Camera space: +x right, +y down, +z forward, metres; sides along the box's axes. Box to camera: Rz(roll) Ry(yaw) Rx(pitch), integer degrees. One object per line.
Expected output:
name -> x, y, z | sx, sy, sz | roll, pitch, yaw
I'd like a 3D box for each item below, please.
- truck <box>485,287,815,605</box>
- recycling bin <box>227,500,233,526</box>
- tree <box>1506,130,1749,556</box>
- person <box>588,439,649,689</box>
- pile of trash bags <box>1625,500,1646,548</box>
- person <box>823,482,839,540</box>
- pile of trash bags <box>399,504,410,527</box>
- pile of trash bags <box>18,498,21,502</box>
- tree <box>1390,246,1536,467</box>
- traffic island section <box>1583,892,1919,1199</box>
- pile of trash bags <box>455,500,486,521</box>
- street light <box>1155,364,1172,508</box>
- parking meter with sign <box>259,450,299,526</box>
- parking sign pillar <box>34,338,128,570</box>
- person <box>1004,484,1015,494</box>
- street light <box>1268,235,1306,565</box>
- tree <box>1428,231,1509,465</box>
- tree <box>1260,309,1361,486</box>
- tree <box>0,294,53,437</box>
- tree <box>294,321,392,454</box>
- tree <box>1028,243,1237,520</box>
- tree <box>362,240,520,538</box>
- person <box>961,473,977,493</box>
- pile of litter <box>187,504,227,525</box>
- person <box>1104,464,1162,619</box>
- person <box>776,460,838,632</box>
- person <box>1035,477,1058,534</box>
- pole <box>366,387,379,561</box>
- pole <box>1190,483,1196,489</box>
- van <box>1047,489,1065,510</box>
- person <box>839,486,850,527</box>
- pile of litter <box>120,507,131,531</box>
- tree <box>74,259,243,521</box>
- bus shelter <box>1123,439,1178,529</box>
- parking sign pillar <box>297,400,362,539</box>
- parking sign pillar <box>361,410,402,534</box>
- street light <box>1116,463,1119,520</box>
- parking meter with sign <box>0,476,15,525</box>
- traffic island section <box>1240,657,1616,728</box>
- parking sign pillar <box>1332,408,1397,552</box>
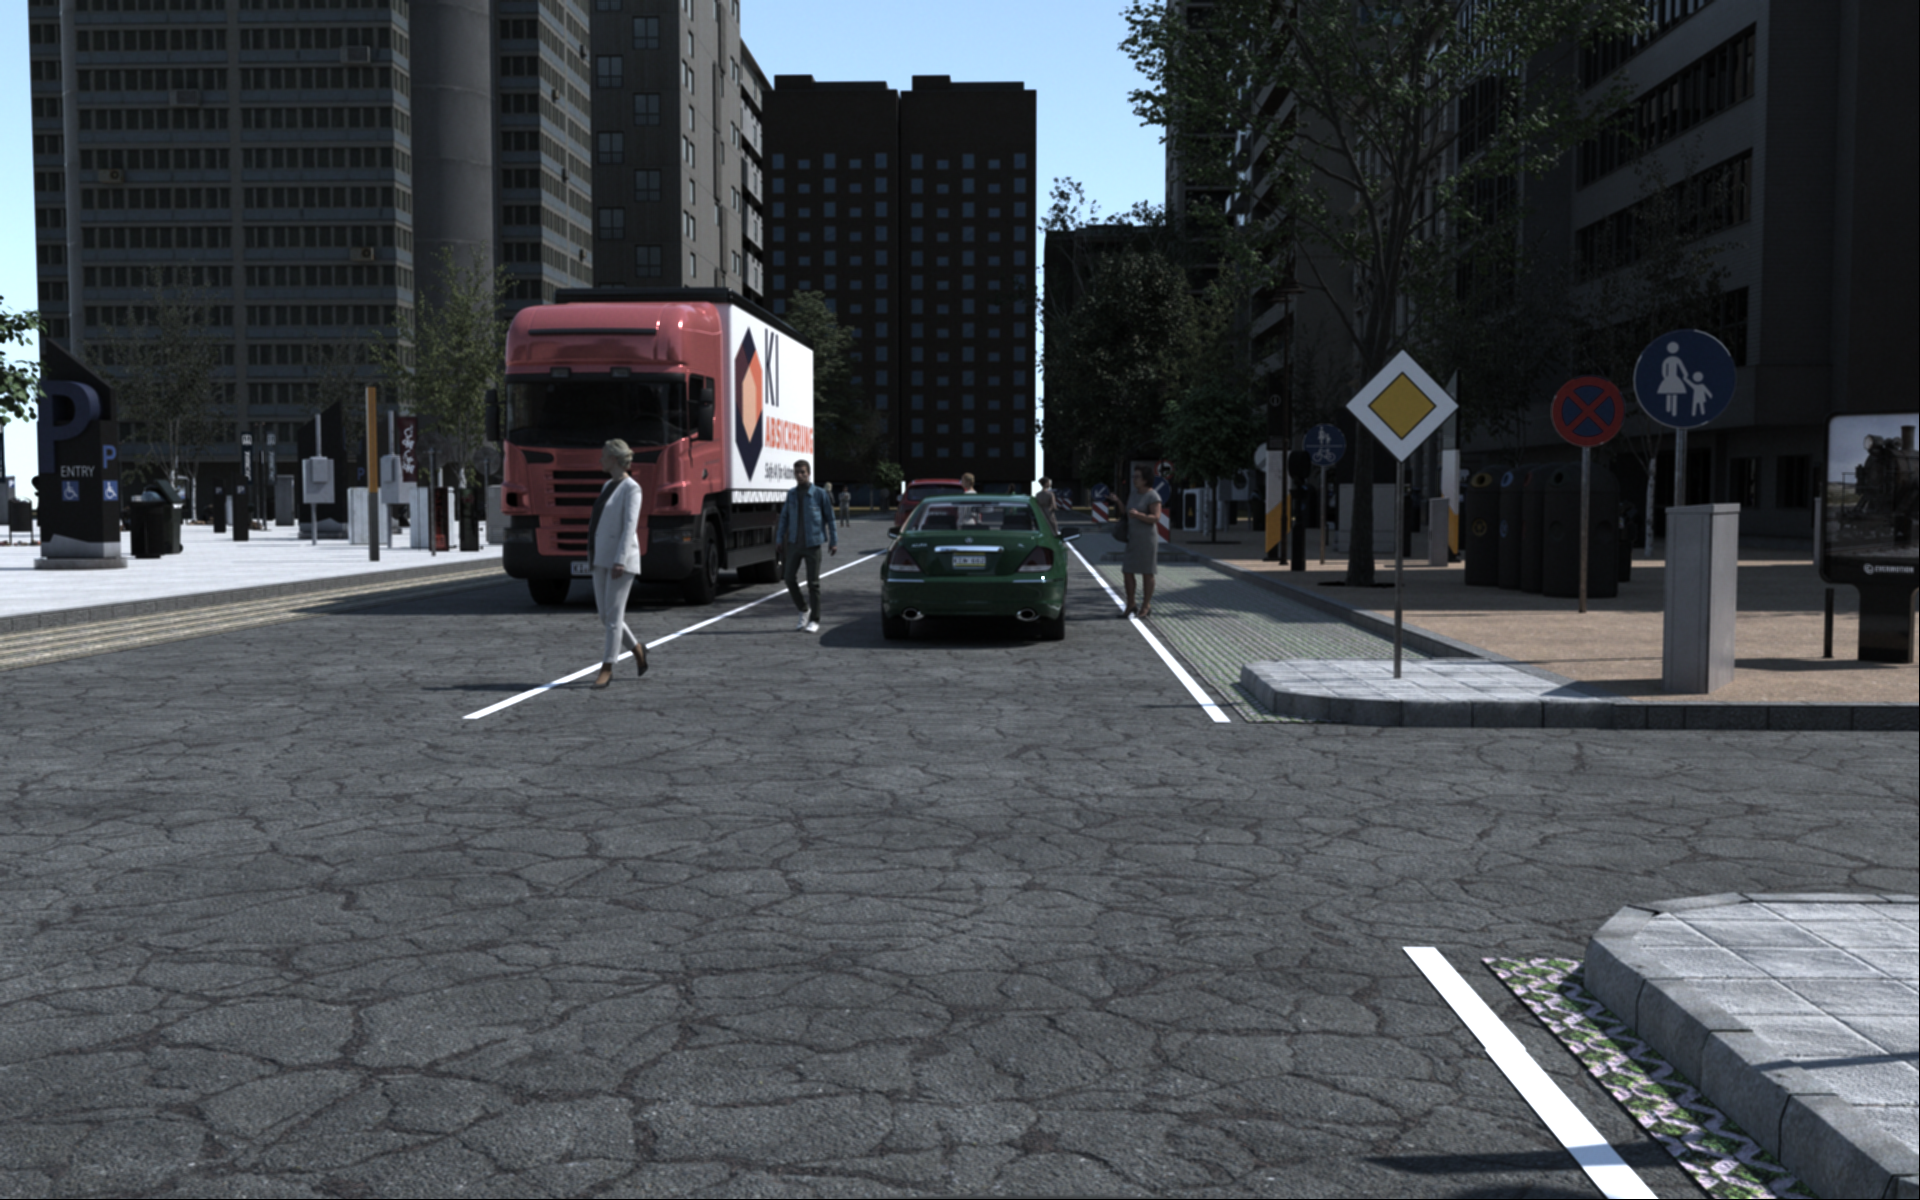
truck -> -4.176, -2.259, 25.849 | 2.839, 4.237, 11.283 | 0, 4, 3
recycling bin -> -29.226, -3.516, 70.038 | 0.722, 1.027, 0.722 | -2, 4, -27
tree -> 14.188, -5.222, 35.741 | 4.360, 8.622, 3.978 | 0, 3, 0
person -> -2.541, -0.284, 13.021 | 0.514, 1.842, 0.818 | 2, 4, 29
pile of trash bags -> 15.095, -1.988, 42.261 | 1.912, 1.369, 3.447 | -2, 4, -24
person -> -4.157, -2.802, 54.495 | 0.537, 1.800, 0.526 | 3, 4, 37
pile of trash bags -> -22.920, -3.574, 68.180 | 1.912, 1.369, 3.447 | -2, 4, -31
pile of trash bags -> -48.553, -4.753, 87.462 | 1.912, 1.369, 3.447 | 0, 4, -3
tree -> 14.918, -6.209, 51.880 | 4.737, 8.622, 4.395 | 0, 3, 0
traffic island section -> 2.766, 1.112, 4.101 | 2.009, 0.180, 2.903 | 0, 4, 2
pile of trash bags -> -22.695, -4.450, 82.511 | 1.912, 1.369, 3.447 | -3, 4, -37
street light -> 6.872, -5.258, 58.759 | 0.468, 5.910, 1.993 | 0, 4, 2
parking meter with sign -> -27.081, -4.476, 69.440 | 1.738, 3.016, 0.543 | -1, 4, -12
parking sign pillar -> -15.165, -2.526, 29.771 | 1.447, 3.967, 1.447 | 1, 4, 15
person -> 1.835, -3.185, 60.814 | 0.529, 1.795, 0.600 | -1, 4, -11
street light -> 5.854, -3.569, 31.141 | 0.468, 5.910, 1.993 | 0, 4, 2
tree -> 14.845, -5.900, 46.825 | 4.360, 8.622, 3.978 | 0, 3, 0
tree -> 14.076, -7.266, 69.158 | 4.360, 8.622, 3.978 | 0, 3, 0
tree -> -11.972, -2.156, 18.967 | 4.285, 4.588, 4.351 | 0, 3, 0
tree -> -26.613, -7.586, 74.390 | 4.360, 8.622, 3.978 | 0, 3, 0
tree -> 7.795, -9.929, 79.340 | 9.611, 12.733, 9.660 | 0, 3, 0
tree -> -14.609, -6.088, 49.909 | 4.737, 8.622, 4.395 | 0, 3, 0
person -> 0.151, -1.228, 28.925 | 0.624, 1.780, 0.694 | 3, 5, 39
pile of litter -> -31.448, -3.573, 72.387 | 1.719, 0.858, 1.176 | 1, 4, 19
person -> 1.966, -0.680, 19.970 | 0.532, 1.782, 0.716 | -3, 4, -36
person -> -1.595, -0.562, 18.039 | 0.601, 1.785, 0.444 | 1, 4, 21
person -> 1.803, -1.605, 35.075 | 0.599, 1.781, 0.374 | 2, 4, 28
pole -> -11.230, -2.401, 33.107 | 0.158, 3.312, 0.155 | 0, 3, 0
pole -> 8.268, -4.134, 61.433 | 0.158, 3.312, 0.155 | 0, 3, 0
van -> 7.953, -8.576, 147.226 | 2.013, 2.044, 4.112 | 0, 4, 2
person -> -5.046, -4.103, 75.762 | 0.511, 1.800, 0.466 | -1, 4, -17
pile of litter -> -29.001, -2.807, 59.863 | 1.176, 0.858, 1.719 | 2, 4, 30
tree -> -24.717, -6.319, 53.685 | 4.360, 8.622, 3.978 | 0, 3, 0
bus shelter -> 7.446, -4.462, 66.872 | 2.014, 3.302, 5.546 | 0, 4, 2
parking sign pillar -> -18.284, -3.745, 49.706 | 1.447, 3.967, 1.447 | 0, 4, 4
parking sign pillar -> -18.628, -4.092, 55.377 | 1.447, 3.967, 1.447 | 2, 4, 31
street light -> 7.820, -6.913, 85.816 | 0.468, 5.910, 1.993 | 0, 4, 2
parking meter with sign -> -39.365, -4.594, 71.371 | 1.738, 3.016, 0.543 | 1, 4, 16
traffic island section -> 3.068, 0.624, 12.080 | 2.009, 0.180, 2.903 | 0, 4, 2
parking sign pillar -> 9.126, -3.085, 38.920 | 1.447, 3.967, 1.447 | 1, 4, 20
